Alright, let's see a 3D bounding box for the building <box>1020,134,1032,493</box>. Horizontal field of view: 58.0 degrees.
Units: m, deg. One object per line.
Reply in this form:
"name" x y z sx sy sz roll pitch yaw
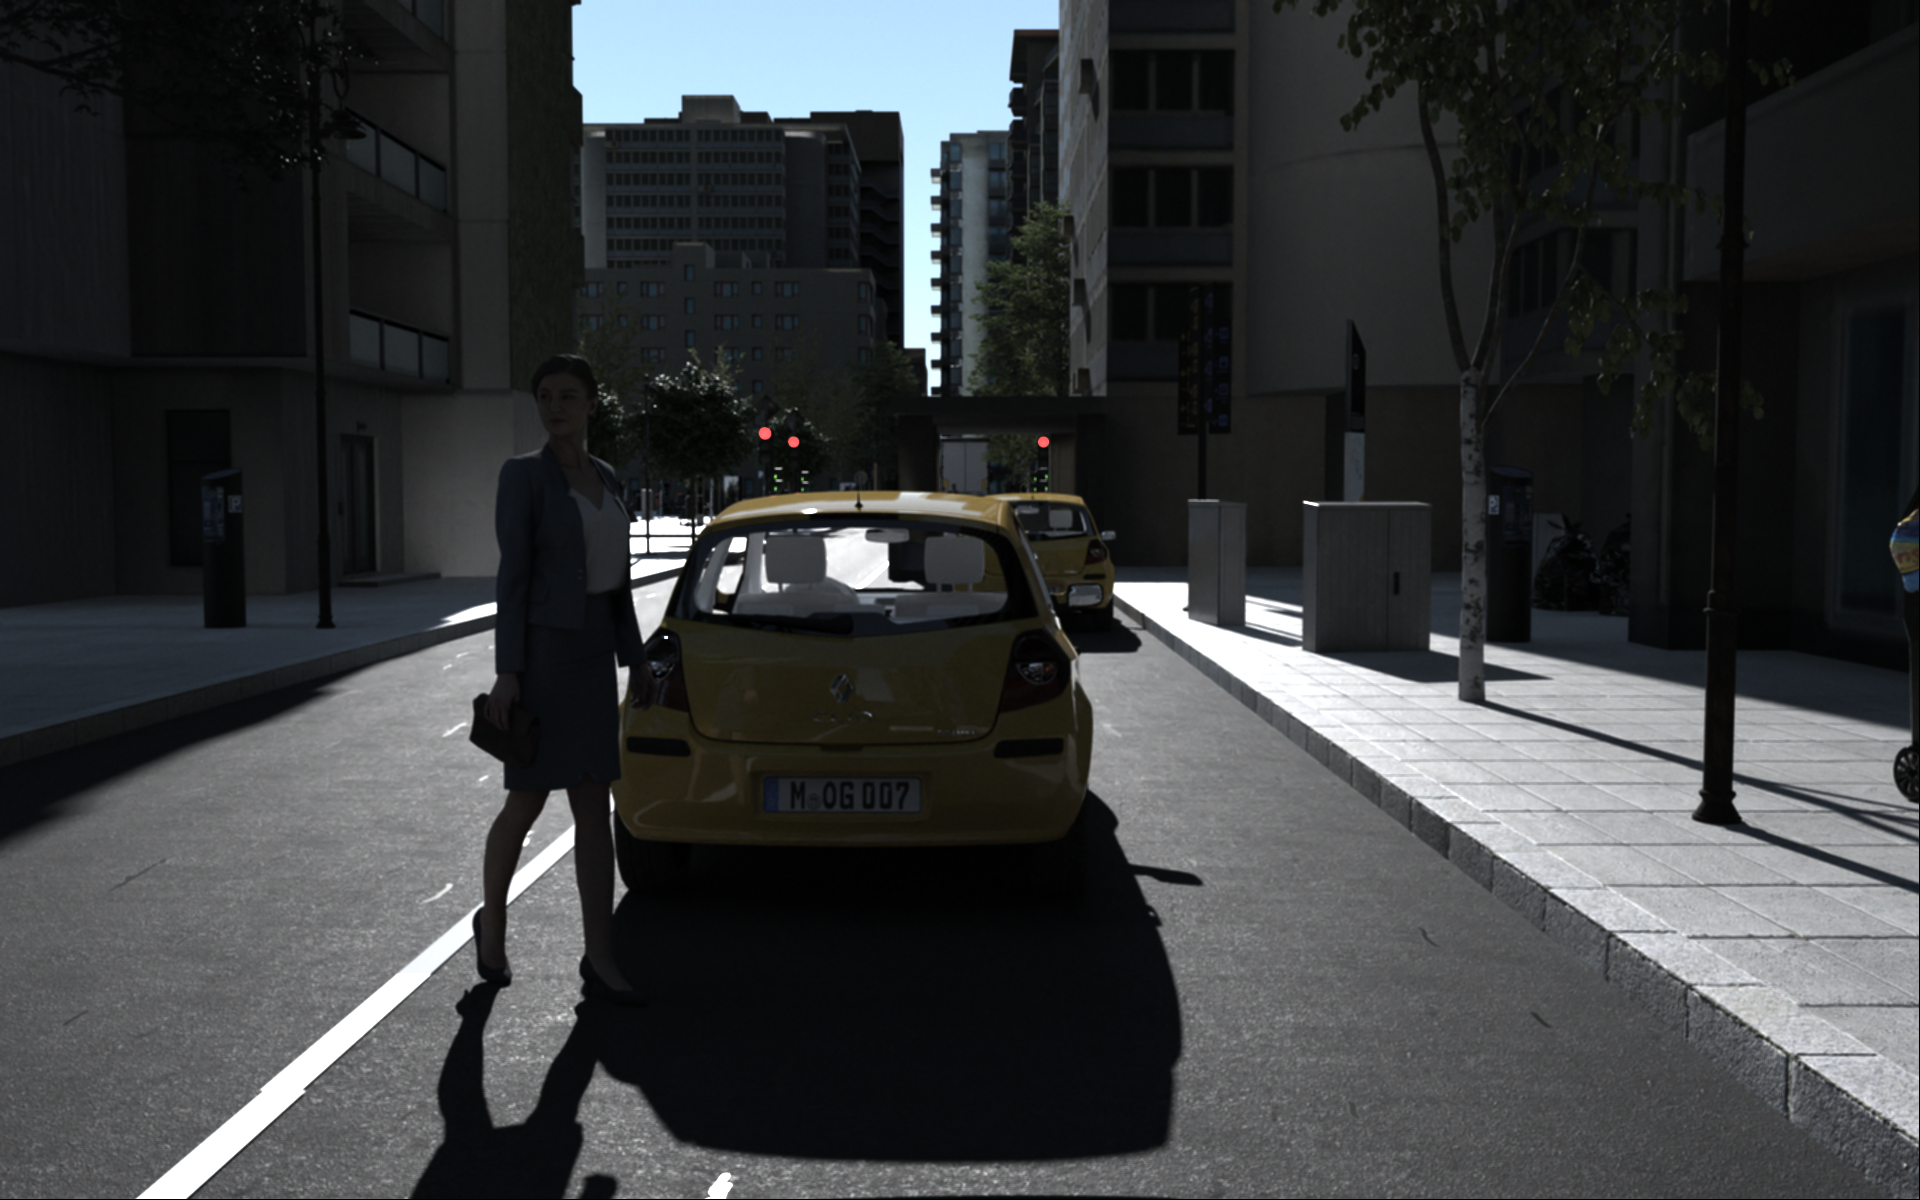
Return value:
"building" 12.458 -22.654 142.088 14.160 30.474 14.107 0 4 0

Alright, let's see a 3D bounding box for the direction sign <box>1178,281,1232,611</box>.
"direction sign" 2.638 -1.648 18.935 0.379 3.537 0.876 -1 4 -9

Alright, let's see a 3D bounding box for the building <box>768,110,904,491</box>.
"building" -13.766 -33.582 199.169 14.200 45.320 14.600 0 4 0

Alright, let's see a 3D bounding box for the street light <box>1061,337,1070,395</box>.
"street light" 3.096 -4.627 48.431 0.468 5.910 1.993 0 4 0

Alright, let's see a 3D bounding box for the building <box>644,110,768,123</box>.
"building" -28.265 -33.587 199.251 14.200 45.320 14.600 0 4 0

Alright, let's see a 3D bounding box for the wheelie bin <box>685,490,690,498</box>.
"wheelie bin" -20.104 -7.456 129.809 0.693 1.594 0.980 2 4 27

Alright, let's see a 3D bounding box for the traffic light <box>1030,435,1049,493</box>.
"traffic light" 2.707 -4.152 56.807 0.839 4.253 0.868 0 4 0

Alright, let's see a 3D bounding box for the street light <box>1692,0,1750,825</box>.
"street light" 2.976 -2.070 6.631 0.468 5.910 1.993 0 4 0

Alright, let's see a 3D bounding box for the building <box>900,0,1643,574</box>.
"building" 14.930 -20.978 34.874 32.217 40.220 23.993 0 4 0

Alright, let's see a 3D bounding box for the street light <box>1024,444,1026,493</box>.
"street light" 3.341 -7.140 89.522 0.468 5.910 1.993 0 4 0

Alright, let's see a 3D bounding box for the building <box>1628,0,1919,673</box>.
"building" 16.414 -23.202 3.054 21.300 48.544 21.600 0 4 0

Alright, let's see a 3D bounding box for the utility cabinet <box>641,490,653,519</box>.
"utility cabinet" -15.635 -4.768 86.632 0.318 1.500 1.173 0 4 4

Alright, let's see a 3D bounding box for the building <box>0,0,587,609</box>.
"building" -13.855 -20.800 23.680 14.154 41.232 14.086 0 4 0

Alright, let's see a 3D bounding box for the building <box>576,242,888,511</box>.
"building" -20.626 -18.484 147.245 27.650 21.520 28.899 0 4 0

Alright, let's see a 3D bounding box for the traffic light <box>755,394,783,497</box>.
"traffic light" -5.439 -3.665 48.841 0.839 4.253 0.868 0 4 0

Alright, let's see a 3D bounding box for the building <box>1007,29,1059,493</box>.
"building" 15.687 -31.121 163.454 22.147 44.769 28.867 0 4 0

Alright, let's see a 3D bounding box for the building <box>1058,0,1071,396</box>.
"building" 12.699 -27.224 95.220 14.600 45.320 14.200 0 4 0

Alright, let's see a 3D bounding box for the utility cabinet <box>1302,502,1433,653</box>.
"utility cabinet" 3.338 -0.185 14.189 1.020 1.237 0.306 -1 4 -14

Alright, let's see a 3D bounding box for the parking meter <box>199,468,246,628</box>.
"parking meter" -7.089 -0.505 16.669 0.372 1.533 0.369 0 3 0

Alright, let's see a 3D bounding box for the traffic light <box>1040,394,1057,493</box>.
"traffic light" 2.673 -3.664 48.822 0.839 4.253 0.868 0 4 0

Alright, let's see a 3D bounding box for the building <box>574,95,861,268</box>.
"building" -22.891 -29.431 173.080 32.217 40.220 23.993 0 4 0

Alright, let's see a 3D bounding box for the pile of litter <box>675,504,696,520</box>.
"pile of litter" -13.493 -4.494 87.448 1.719 0.858 1.176 0 4 -6

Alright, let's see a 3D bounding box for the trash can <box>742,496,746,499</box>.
"trash can" -15.881 -6.971 125.635 0.748 1.137 0.748 0 3 0

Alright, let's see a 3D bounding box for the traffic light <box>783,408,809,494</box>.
"traffic light" -5.404 -4.153 56.826 0.839 4.253 0.868 0 4 0

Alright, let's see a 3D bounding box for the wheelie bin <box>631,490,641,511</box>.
"wheelie bin" -24.333 -7.481 130.225 0.980 1.594 0.693 1 4 20

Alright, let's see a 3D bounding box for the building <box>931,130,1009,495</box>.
"building" 11.475 -37.192 227.694 30.456 49.044 23.786 0 4 0

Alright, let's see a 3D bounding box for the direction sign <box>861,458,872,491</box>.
"direction sign" -5.959 -7.221 110.054 0.876 3.537 0.379 -3 5 -42

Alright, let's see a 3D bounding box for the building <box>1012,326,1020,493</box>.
"building" 12.536 -25.300 185.351 14.160 30.474 14.107 0 4 0

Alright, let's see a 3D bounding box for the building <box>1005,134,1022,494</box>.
"building" 12.230 -31.561 199.610 14.154 41.232 14.086 0 4 0

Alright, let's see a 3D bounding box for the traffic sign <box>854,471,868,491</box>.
"traffic sign" -5.369 -5.727 93.736 0.768 2.556 0.104 0 4 6

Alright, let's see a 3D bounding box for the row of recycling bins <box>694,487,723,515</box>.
"row of recycling bins" -15.170 -6.126 107.269 1.069 1.692 3.534 2 4 27

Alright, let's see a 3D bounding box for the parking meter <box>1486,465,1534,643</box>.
"parking meter" 4.782 -0.407 15.064 0.372 1.533 0.369 0 3 0

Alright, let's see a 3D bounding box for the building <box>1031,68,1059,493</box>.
"building" 12.544 -21.377 121.208 14.160 30.474 14.107 0 4 0

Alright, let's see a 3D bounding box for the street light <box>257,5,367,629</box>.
"street light" -6.076 -2.668 16.411 0.468 5.910 1.993 0 4 0

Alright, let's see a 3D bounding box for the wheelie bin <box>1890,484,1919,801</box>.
"wheelie bin" 4.333 0.052 7.053 0.980 1.594 0.693 -1 4 -9

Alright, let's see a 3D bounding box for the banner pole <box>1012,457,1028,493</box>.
"banner pole" 3.726 -6.907 102.949 0.863 3.779 0.401 3 5 42

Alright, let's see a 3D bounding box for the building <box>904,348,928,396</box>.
"building" -19.012 -23.555 230.169 28.899 21.520 27.650 0 4 0

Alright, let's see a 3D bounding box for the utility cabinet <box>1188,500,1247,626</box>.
"utility cabinet" 2.567 -0.375 17.295 0.306 1.237 1.020 -1 4 -9

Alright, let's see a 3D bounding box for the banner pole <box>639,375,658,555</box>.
"banner pole" -6.534 -2.828 36.263 0.401 3.779 0.863 -1 4 -14

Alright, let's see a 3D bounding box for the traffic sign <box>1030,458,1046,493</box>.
"traffic sign" 2.843 -3.744 61.328 0.768 2.556 0.104 0 4 4

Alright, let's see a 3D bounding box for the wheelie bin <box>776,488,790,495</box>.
"wheelie bin" -8.159 -4.386 79.622 0.693 1.594 0.980 -1 4 -19
